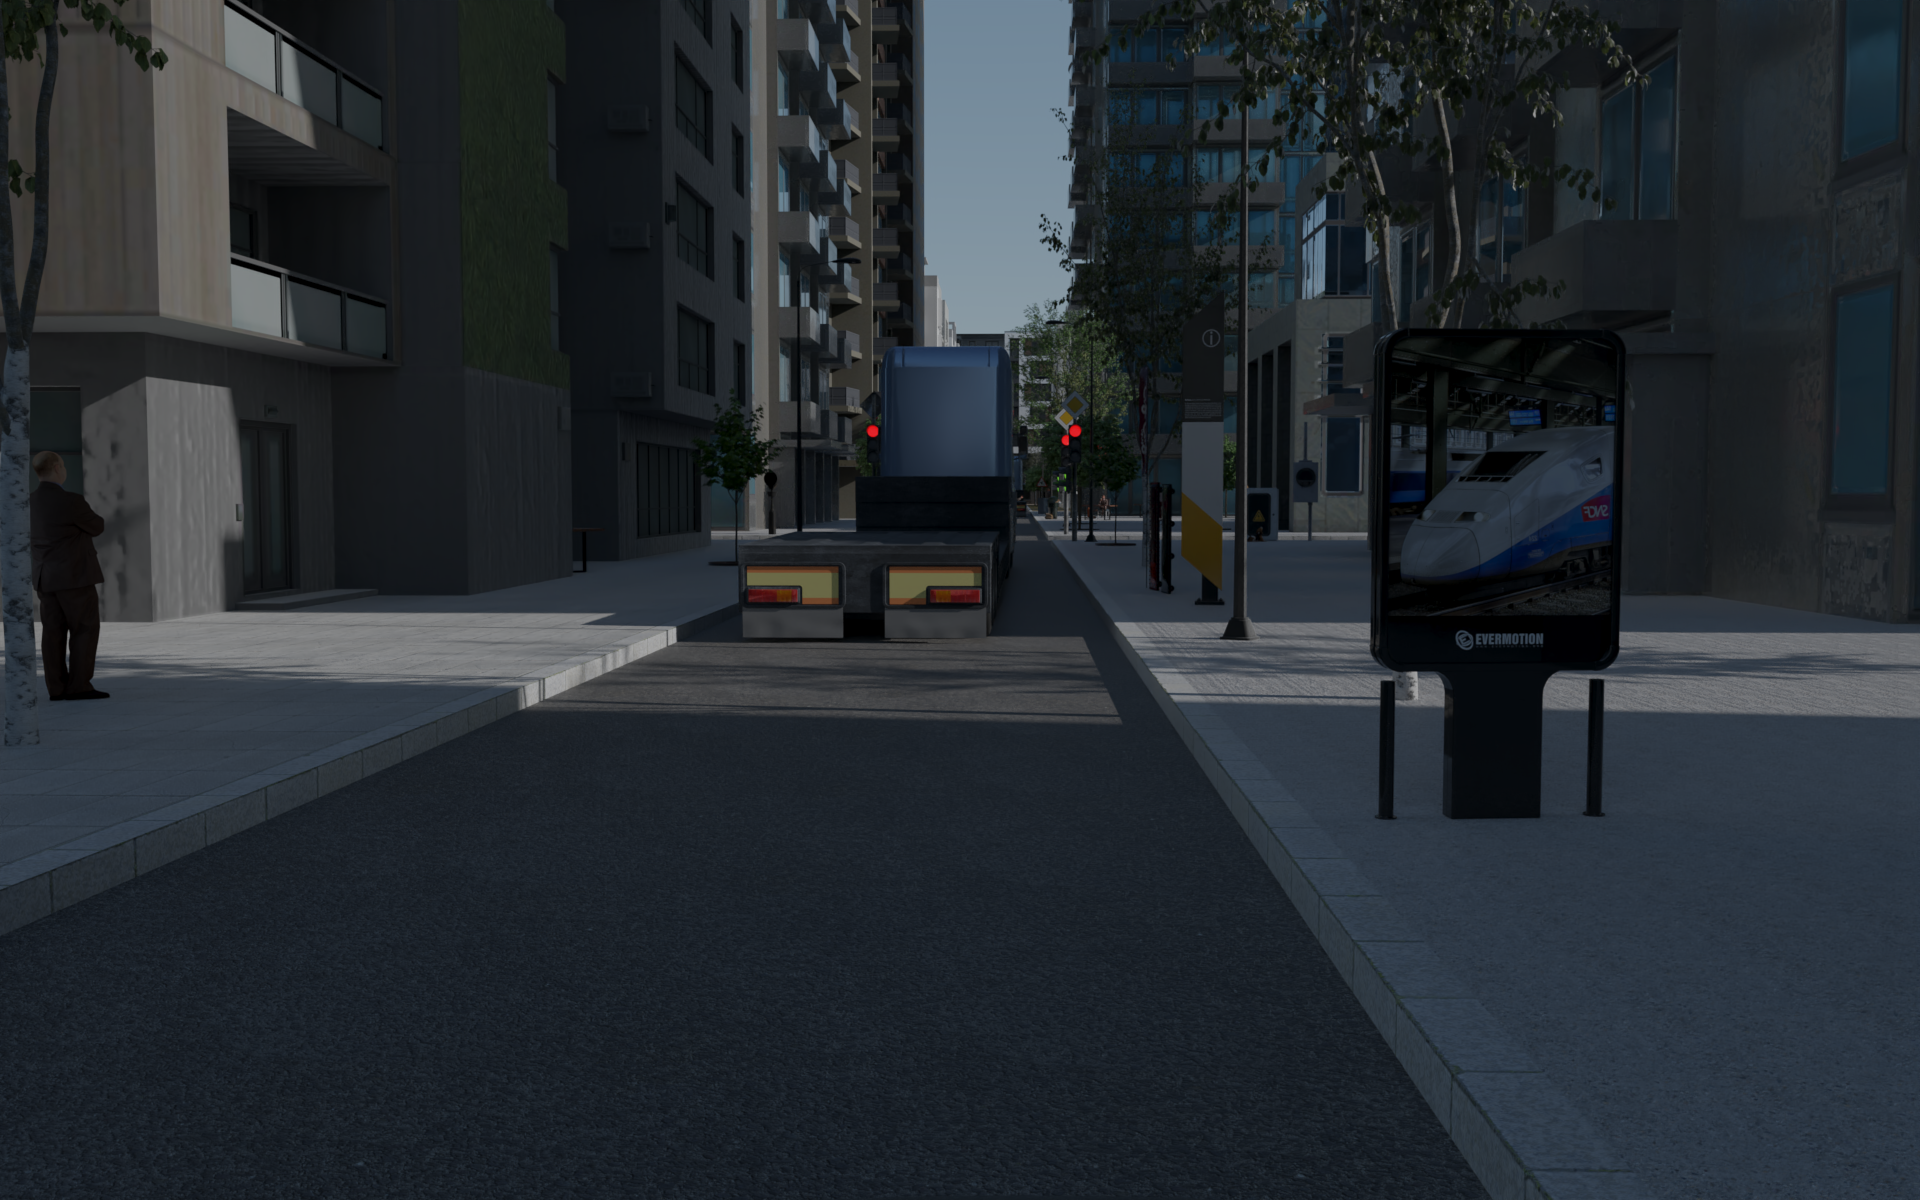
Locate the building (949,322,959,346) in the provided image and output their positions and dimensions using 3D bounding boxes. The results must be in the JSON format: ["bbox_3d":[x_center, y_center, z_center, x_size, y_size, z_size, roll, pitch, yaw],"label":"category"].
[{"bbox_3d":[-8.421,-19.754,179.399,16.016,20.091,11.380,0,4,2],"label":"building"}]

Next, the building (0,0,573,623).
[{"bbox_3d":[-13.277,-20.523,19.151,14.154,41.232,14.086,0,4,2],"label":"building"}]

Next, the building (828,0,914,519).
[{"bbox_3d":[-14.221,-27.324,101.377,22.147,44.769,28.867,0,4,2],"label":"building"}]

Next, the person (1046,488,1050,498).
[{"bbox_3d":[7.408,-8.383,143.664,0.434,1.755,0.990,1,4,22],"label":"person"}]

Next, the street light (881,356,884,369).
[{"bbox_3d":[-1.938,-5.057,55.222,1.470,5.913,1.316,0,4,2],"label":"street light"}]

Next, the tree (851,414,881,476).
[{"bbox_3d":[-2.349,-4.873,63.392,4.285,4.588,4.351,0,3,0],"label":"tree"}]

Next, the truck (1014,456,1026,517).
[{"bbox_3d":[3.129,-7.818,117.580,2.967,4.110,18.799,0,4,1],"label":"truck"}]

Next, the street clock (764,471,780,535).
[{"bbox_3d":[-5.945,-3.072,54.798,0.471,2.002,0.358,1,4,17],"label":"street clock"}]

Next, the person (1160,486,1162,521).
[{"bbox_3d":[9.604,-4.596,82.647,0.517,1.644,0.566,3,4,37],"label":"person"}]

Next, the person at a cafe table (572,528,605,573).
[{"bbox_3d":[-6.969,-1.200,28.132,1.698,1.524,1.622,2,4,35],"label":"person at a cafe table"}]

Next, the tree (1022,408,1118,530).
[{"bbox_3d":[4.342,-4.791,62.047,4.285,4.588,4.351,0,3,0],"label":"tree"}]

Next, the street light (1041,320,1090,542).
[{"bbox_3d":[2.979,-4.514,46.349,1.470,5.913,1.316,0,4,2],"label":"street light"}]

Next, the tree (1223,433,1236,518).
[{"bbox_3d":[14.348,-6.675,92.849,4.285,4.588,4.351,0,3,0],"label":"tree"}]

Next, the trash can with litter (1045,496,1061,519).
[{"bbox_3d":[4.680,-4.676,87.832,0.624,1.170,1.055,1,4,21],"label":"trash can with litter"}]

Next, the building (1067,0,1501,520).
[{"bbox_3d":[18.264,-30.067,111.197,23.786,49.044,30.456,0,4,2],"label":"building"}]

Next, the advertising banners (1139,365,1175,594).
[{"bbox_3d":[2.599,-1.642,23.039,0.090,3.025,2.074,0,4,-5],"label":"advertising banners"}]

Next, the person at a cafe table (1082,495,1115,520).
[{"bbox_3d":[6.985,-4.611,86.248,1.698,1.238,1.726,2,4,26],"label":"person at a cafe table"}]

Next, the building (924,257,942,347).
[{"bbox_3d":[-9.363,-17.128,136.469,16.016,20.091,11.380,0,4,2],"label":"building"}]

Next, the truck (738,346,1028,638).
[{"bbox_3d":[-0.509,-2.205,25.806,2.967,4.110,18.799,0,4,3],"label":"truck"}]

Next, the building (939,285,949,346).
[{"bbox_3d":[-9.737,-17.836,158.075,16.747,18.905,31.486,0,4,2],"label":"building"}]

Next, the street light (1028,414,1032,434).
[{"bbox_3d":[4.693,-7.750,99.247,1.470,5.913,1.316,0,4,2],"label":"street light"}]

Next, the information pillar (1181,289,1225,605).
[{"bbox_3d":[2.816,-1.751,19.984,0.504,3.616,0.183,1,4,10],"label":"information pillar"}]

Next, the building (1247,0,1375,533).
[{"bbox_3d":[26.960,-46.051,65.606,31.000,86.520,22.319,0,4,2],"label":"building"}]

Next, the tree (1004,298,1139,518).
[{"bbox_3d":[5.985,-10.154,91.767,9.928,11.665,9.643,0,3,0],"label":"tree"}]

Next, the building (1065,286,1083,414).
[{"bbox_3d":[16.503,-17.257,138.577,16.016,20.091,11.380,0,4,2],"label":"building"}]

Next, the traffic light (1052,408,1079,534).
[{"bbox_3d":[3.357,-4.040,54.973,0.839,4.253,0.868,0,4,2],"label":"traffic light"}]

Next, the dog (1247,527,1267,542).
[{"bbox_3d":[7.873,-1.757,46.457,0.748,0.427,0.550,0,4,6],"label":"dog"}]

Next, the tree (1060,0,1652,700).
[{"bbox_3d":[2.620,-3.672,10.403,4.360,8.622,3.978,0,3,0],"label":"tree"}]

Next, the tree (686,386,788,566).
[{"bbox_3d":[-4.175,-2.244,31.299,1.663,3.219,1.824,0,3,0],"label":"tree"}]

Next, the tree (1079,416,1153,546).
[{"bbox_3d":[3.759,-2.972,43.201,1.663,3.219,1.824,0,3,0],"label":"tree"}]

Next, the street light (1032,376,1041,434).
[{"bbox_3d":[3.678,-5.860,68.358,1.470,5.913,1.316,0,4,2],"label":"street light"}]

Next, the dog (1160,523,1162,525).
[{"bbox_3d":[8.540,-3.358,72.634,0.748,0.427,0.550,-2,4,-28],"label":"dog"}]

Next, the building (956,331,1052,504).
[{"bbox_3d":[3.855,-23.673,231.019,32.646,21.610,27.936,0,4,2],"label":"building"}]

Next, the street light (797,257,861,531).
[{"bbox_3d":[-2.637,-3.769,34.166,1.470,5.913,1.316,0,4,2],"label":"street light"}]

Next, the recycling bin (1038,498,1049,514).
[{"bbox_3d":[5.574,-6.155,113.186,0.722,1.027,0.722,-2,4,-32],"label":"recycling bin"}]

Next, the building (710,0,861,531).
[{"bbox_3d":[-16.363,-27.617,71.139,23.786,49.044,30.456,0,4,2],"label":"building"}]

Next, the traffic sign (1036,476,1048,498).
[{"bbox_3d":[5.939,-7.699,125.889,0.884,2.594,0.081,1,4,9],"label":"traffic sign"}]

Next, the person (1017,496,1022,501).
[{"bbox_3d":[2.627,-4.612,84.430,0.750,1.759,0.617,-3,5,-41],"label":"person"}]

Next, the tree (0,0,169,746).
[{"bbox_3d":[-5.040,-3.567,8.678,4.737,8.622,4.395,0,3,0],"label":"tree"}]

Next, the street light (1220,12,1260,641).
[{"bbox_3d":[1.934,-2.607,15.172,1.470,5.913,1.316,0,4,2],"label":"street light"}]

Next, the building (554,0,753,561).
[{"bbox_3d":[-12.241,-16.353,39.081,14.107,30.474,14.160,0,4,2],"label":"building"}]

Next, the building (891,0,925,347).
[{"bbox_3d":[-9.797,-28.906,122.721,14.600,45.320,14.200,0,4,2],"label":"building"}]

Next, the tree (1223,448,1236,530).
[{"bbox_3d":[9.159,-4.119,61.954,1.663,3.219,1.824,0,3,0],"label":"tree"}]

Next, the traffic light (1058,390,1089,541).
[{"bbox_3d":[3.095,-3.552,46.993,0.839,4.253,0.868,0,4,2],"label":"traffic light"}]

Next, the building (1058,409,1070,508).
[{"bbox_3d":[13.861,-13.244,158.681,9.099,9.664,28.070,0,4,2],"label":"building"}]

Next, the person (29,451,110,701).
[{"bbox_3d":[-5.598,-0.154,10.831,0.482,1.546,0.388,2,4,25],"label":"person"}]

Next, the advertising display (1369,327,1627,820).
[{"bbox_3d":[2.114,-0.099,6.833,0.974,1.923,0.123,0,4,-4],"label":"advertising display"}]

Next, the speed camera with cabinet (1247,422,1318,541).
[{"bbox_3d":[8.764,-3.249,47.454,2.038,3.252,0.660,1,4,9],"label":"speed camera with cabinet"}]

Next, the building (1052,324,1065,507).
[{"bbox_3d":[18.706,-19.667,188.005,16.747,18.905,31.486,0,4,2],"label":"building"}]

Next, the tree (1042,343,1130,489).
[{"bbox_3d":[5.744,-8.154,83.676,4.737,8.622,4.395,0,3,0],"label":"tree"}]

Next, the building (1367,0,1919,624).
[{"bbox_3d":[19.169,-24.989,28.177,23.786,49.044,30.456,0,4,2],"label":"building"}]

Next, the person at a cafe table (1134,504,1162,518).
[{"bbox_3d":[10.611,-5.265,94.600,1.698,1.524,1.622,-1,4,-20],"label":"person at a cafe table"}]

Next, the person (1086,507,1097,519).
[{"bbox_3d":[6.880,-4.631,90.051,0.655,0.850,0.859,2,4,30],"label":"person"}]

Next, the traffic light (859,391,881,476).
[{"bbox_3d":[-2.324,-3.562,47.154,0.839,4.253,0.868,0,4,2],"label":"traffic light"}]
